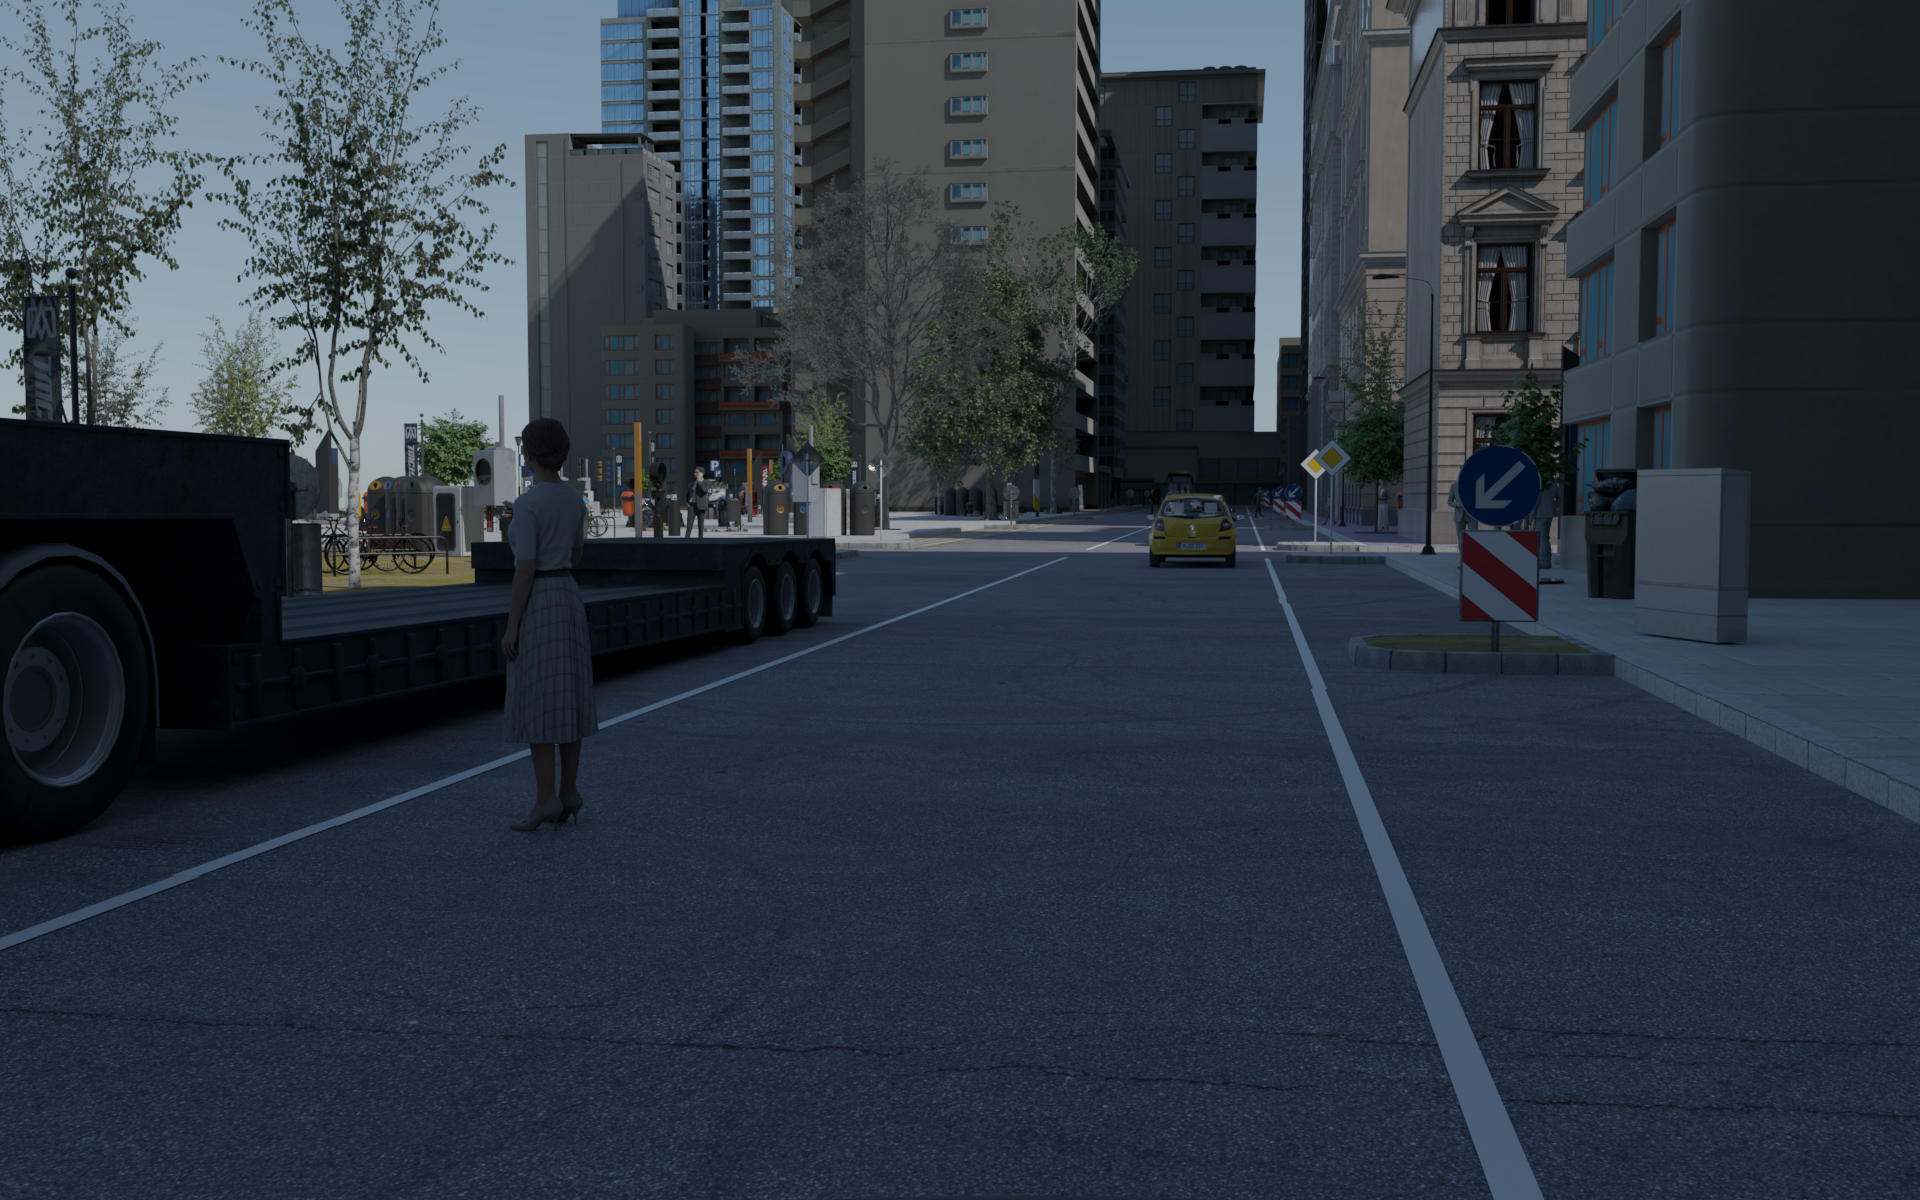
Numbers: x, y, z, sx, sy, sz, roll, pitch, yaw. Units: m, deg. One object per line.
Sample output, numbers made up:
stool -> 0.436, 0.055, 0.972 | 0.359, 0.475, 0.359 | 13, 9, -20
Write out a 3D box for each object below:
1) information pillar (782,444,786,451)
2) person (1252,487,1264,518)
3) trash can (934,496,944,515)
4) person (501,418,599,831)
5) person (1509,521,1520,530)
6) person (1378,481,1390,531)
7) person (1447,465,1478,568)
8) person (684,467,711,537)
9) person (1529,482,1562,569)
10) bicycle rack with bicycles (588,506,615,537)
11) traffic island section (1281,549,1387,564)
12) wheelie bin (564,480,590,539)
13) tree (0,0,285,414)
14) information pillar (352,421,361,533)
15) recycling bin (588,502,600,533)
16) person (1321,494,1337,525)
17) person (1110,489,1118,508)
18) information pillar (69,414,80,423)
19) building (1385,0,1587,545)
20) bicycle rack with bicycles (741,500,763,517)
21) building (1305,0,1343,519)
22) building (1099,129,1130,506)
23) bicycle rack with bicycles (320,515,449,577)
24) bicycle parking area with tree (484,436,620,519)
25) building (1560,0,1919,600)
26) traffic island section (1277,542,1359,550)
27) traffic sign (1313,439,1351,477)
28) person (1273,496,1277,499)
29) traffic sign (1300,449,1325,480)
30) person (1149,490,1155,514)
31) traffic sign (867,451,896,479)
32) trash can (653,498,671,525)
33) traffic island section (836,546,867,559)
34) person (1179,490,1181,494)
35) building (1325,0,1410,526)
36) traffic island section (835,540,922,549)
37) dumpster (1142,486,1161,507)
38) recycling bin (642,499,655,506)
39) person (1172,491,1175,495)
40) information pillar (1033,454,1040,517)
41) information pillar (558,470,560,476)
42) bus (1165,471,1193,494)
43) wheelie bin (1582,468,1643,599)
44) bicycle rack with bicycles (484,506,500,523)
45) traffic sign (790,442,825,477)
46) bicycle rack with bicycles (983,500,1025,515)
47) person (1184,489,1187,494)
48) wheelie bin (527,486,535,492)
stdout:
information pillar -> -8.168, -5.535, 81.848 | 0.504, 3.616, 0.183 | -2, 4, -32
person -> 18.262, -5.949, 105.547 | 0.755, 1.850, 0.659 | -1, 4, -16
trash can -> -1.253, -5.809, 106.634 | 0.748, 1.137, 0.748 | 0, 3, 0
person -> -1.836, 0.098, 7.465 | 0.524, 1.755, 0.480 | 1, 4, 23
person -> 11.085, -1.475, 34.437 | 0.475, 1.303, 0.640 | 3, 4, 39
person -> 14.708, -3.285, 60.295 | 0.362, 1.759, 0.519 | -2, 4, -26
person -> 8.673, -1.435, 29.707 | 0.606, 1.804, 0.583 | 1, 4, 15
person -> -6.009, -2.085, 39.495 | 0.648, 1.900, 0.474 | 0, 4, 2
person -> 9.998, -1.439, 29.663 | 0.635, 1.810, 0.391 | -3, 5, -42
bicycle rack with bicycles -> -11.679, -2.359, 51.948 | 2.925, 0.926, 2.852 | -2, 4, -27
traffic island section -> 7.951, -0.896, 36.931 | 2.009, 0.180, 2.903 | 1, 4, 9
wheelie bin -> -8.962, -1.960, 39.955 | 0.980, 1.594, 0.693 | 0, 4, 6
tree -> -12.674, -4.535, 24.515 | 4.360, 8.622, 3.978 | 0, 3, 0
information pillar -> -19.360, -3.929, 55.591 | 0.183, 3.616, 0.504 | -2, 4, -34
recycling bin -> -12.290, -2.726, 57.117 | 0.722, 1.027, 0.722 | -1, 4, -19
person -> 15.177, -3.721, 71.147 | 0.640, 1.303, 0.475 | 0, 4, 4
person -> 14.373, -9.702, 164.677 | 1.348, 1.822, 0.705 | 2, 4, 25
information pillar -> -25.882, -3.620, 50.545 | 0.504, 3.616, 0.183 | -1, 4, -20
building -> 21.797, -11.160, 47.093 | 19.286, 19.102, 10.561 | 1, 4, 9
bicycle rack with bicycles -> -12.053, -5.120, 97.088 | 2.925, 0.926, 2.852 | -3, 4, -38
building -> 26.750, -19.880, 102.531 | 11.434, 29.767, 29.804 | 1, 4, 9
building -> 5.444, -29.967, 181.840 | 23.993, 40.220, 32.217 | 1, 4, 9
bicycle rack with bicycles -> -9.662, -0.898, 28.068 | 2.925, 0.926, 2.852 | -2, 4, -33
bicycle parking area with tree -> -21.679, -6.220, 88.698 | 9.016, 4.147, 8.231 | 1, 4, 22
building -> 21.816, -10.283, 13.169 | 27.650, 21.520, 28.899 | 1, 4, 9
traffic island section -> 9.231, -1.378, 44.813 | 2.009, 0.180, 2.903 | 1, 4, 9
traffic sign -> 7.927, -2.120, 36.852 | 0.795, 2.593, 0.064 | 1, 4, 9
person -> 35.516, -11.520, 194.944 | 0.434, 1.755, 0.990 | -1, 4, -19
traffic sign -> 9.206, -2.602, 44.734 | 0.795, 2.593, 0.064 | 1, 4, 9
person -> 13.725, -7.063, 124.502 | 0.721, 1.766, 1.217 | 1, 4, 11
traffic sign -> -2.137, -2.716, 46.589 | 0.795, 2.593, 0.064 | 1, 4, 9
trash can -> -10.779, -3.132, 62.856 | 0.748, 1.137, 0.748 | 0, 3, 0
traffic island section -> -3.441, -1.009, 38.778 | 2.009, 0.180, 2.903 | 1, 4, 9
person -> 22.018, -10.104, 173.837 | 0.705, 1.807, 1.348 | 2, 4, 25
building -> 23.922, -17.852, 77.780 | 13.634, 28.700, 20.117 | 1, 4, 9
traffic island section -> -2.161, -1.491, 46.660 | 2.009, 0.180, 2.903 | 1, 4, 9
dumpster -> 20.511, -11.044, 185.515 | 1.985, 2.255, 1.502 | 1, 4, 10
recycling bin -> -17.473, -5.075, 95.530 | 0.722, 1.027, 0.722 | 1, 4, 13
person -> 16.741, -7.714, 135.569 | 0.756, 1.711, 0.436 | -2, 4, -26
information pillar -> 4.303, -6.481, 97.316 | 0.183, 3.616, 0.504 | 3, 5, 39
information pillar -> -14.710, -4.355, 62.557 | 0.504, 3.616, 0.183 | -1, 4, -9
bus -> 23.538, -11.834, 185.027 | 2.896, 3.916, 12.252 | 1, 4, 9
wheelie bin -> 8.127, -0.820, 21.323 | 0.693, 1.594, 0.980 | -3, 4, -39
bicycle rack with bicycles -> -21.886, -3.882, 76.852 | 2.925, 0.926, 2.852 | -2, 4, -31
traffic sign -> -3.416, -2.233, 38.707 | 0.795, 2.593, 0.064 | 1, 4, 9
bicycle rack with bicycles -> 2.607, -5.582, 104.646 | 2.925, 0.926, 2.852 | 0, 4, -5
person -> 16.719, -7.317, 128.101 | 0.705, 1.831, 1.348 | 1, 4, 17
wheelie bin -> -16.332, -3.596, 66.703 | 0.693, 1.594, 0.980 | 3, 4, 39
